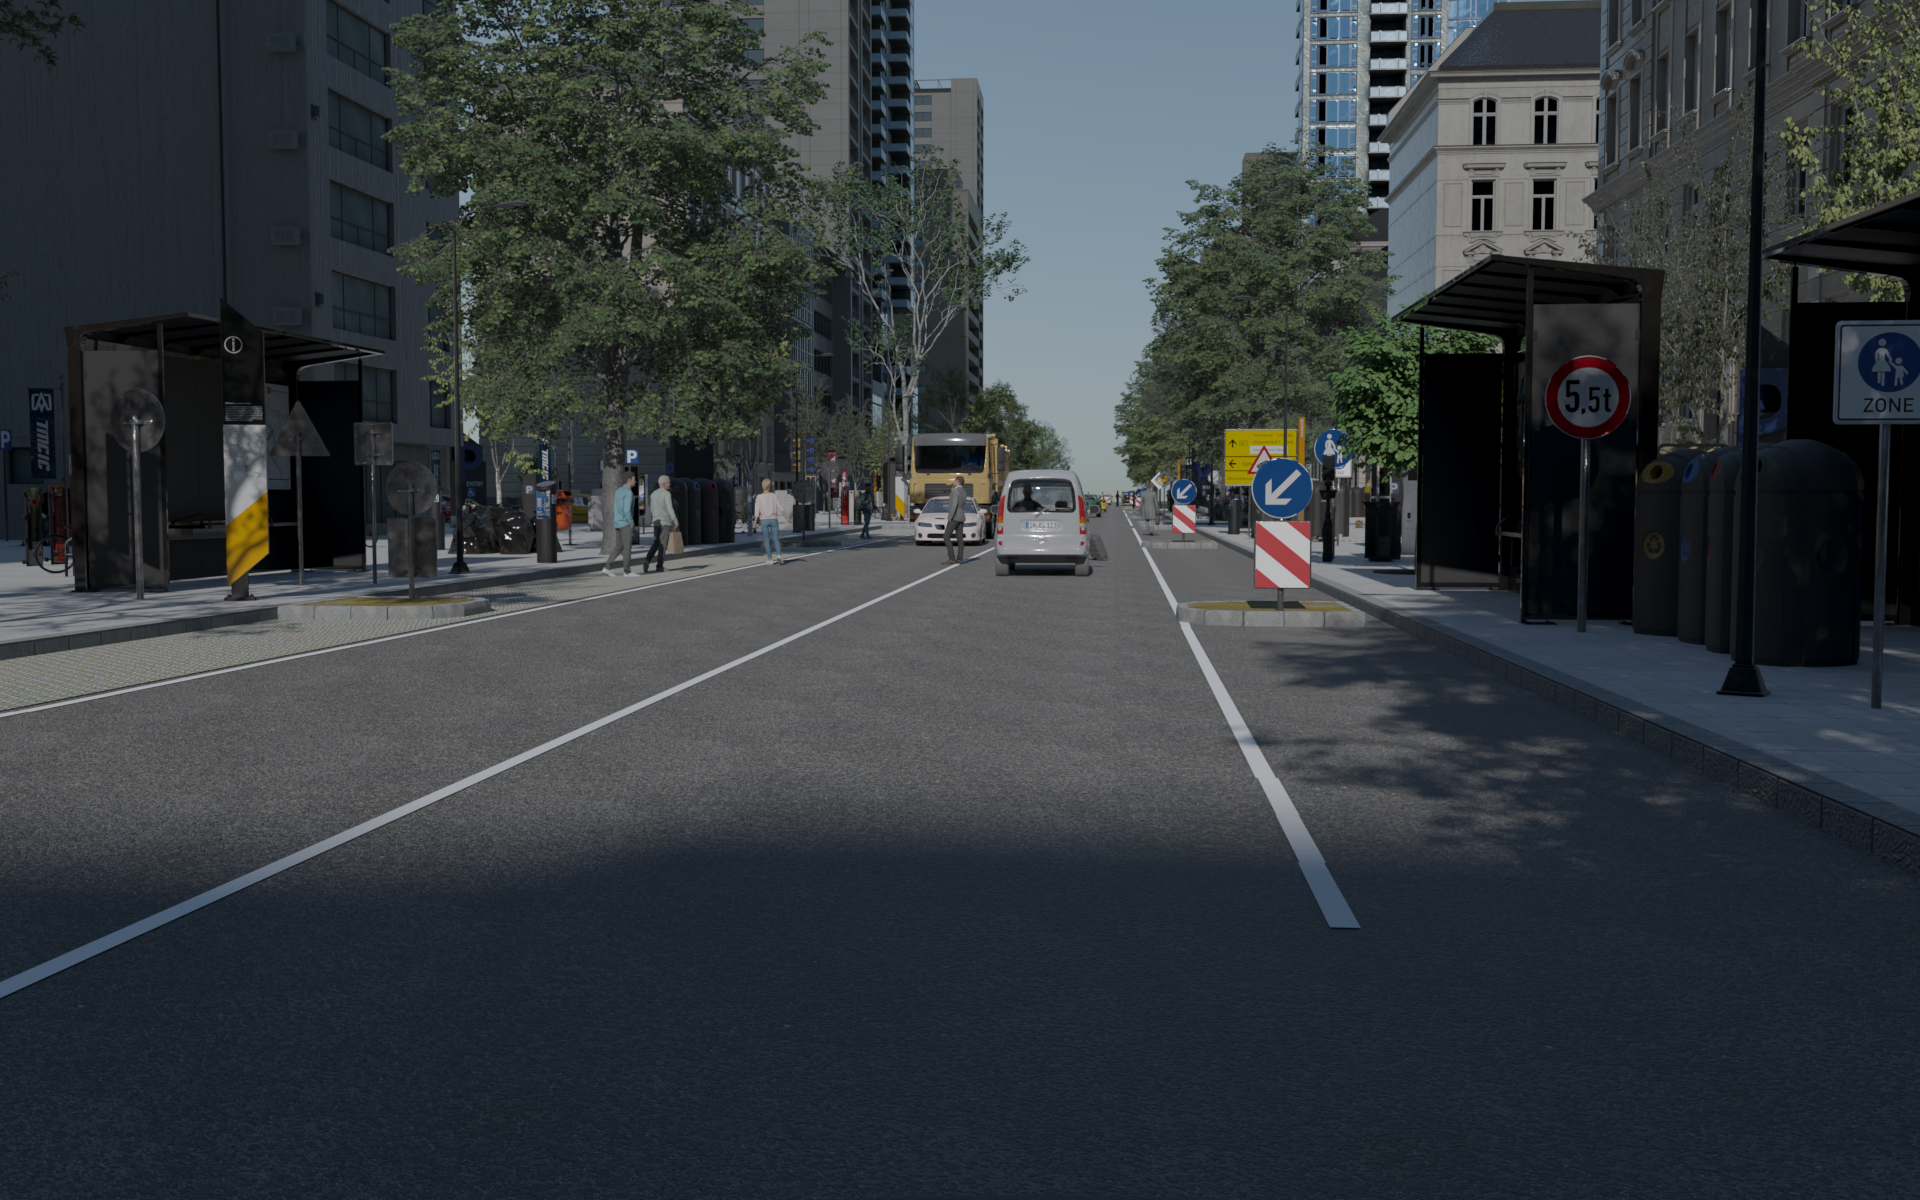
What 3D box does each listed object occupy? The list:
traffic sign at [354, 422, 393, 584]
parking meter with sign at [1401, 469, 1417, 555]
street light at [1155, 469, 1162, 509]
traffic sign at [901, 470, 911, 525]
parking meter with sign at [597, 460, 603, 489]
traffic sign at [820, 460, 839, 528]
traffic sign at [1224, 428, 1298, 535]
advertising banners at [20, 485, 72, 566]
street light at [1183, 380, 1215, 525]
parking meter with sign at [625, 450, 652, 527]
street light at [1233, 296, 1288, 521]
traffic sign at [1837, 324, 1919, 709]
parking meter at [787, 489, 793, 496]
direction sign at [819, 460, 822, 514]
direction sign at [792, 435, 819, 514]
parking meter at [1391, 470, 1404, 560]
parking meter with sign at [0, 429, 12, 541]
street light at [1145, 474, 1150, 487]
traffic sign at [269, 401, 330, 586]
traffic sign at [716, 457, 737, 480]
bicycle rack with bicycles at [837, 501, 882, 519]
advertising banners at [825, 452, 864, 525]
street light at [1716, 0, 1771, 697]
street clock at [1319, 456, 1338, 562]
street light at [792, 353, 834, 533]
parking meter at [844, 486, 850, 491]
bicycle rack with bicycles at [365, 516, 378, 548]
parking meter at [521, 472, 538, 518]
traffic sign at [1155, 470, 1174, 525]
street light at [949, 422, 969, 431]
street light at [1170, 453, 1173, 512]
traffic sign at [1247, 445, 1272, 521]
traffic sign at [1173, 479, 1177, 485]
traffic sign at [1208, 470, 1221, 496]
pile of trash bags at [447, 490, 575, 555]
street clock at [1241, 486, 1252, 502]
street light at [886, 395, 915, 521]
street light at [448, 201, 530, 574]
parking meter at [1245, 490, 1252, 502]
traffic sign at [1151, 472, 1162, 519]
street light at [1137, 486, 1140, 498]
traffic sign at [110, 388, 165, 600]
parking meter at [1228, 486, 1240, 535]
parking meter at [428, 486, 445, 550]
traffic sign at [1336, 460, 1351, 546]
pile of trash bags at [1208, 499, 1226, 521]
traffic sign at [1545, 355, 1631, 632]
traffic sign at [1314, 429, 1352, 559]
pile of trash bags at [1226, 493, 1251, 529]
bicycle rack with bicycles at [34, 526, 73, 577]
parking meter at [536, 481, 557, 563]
[{"bbox_3d":[-8.364,-1.381,24.704,0.606,2.300,0.079,1,4,14],"label":"traffic sign"},{"bbox_3d":[9.669,-2.453,36.364,1.738,3.016,0.543,2,4,31],"label":"parking meter with sign"},{"bbox_3d":[14.574,-9.232,123.485,1.470,5.913,1.316,0,4,5],"label":"street light"},{"bbox_3d":[-2.075,-4.180,71.983,0.795,2.450,0.064,0,4,5],"label":"traffic sign"},{"bbox_3d":[-17.695,-5.641,88.486,1.738,3.016,0.543,3,5,41],"label":"parking meter with sign"},{"bbox_3d":[-4.918,-3.983,65.220,0.768,2.556,0.104,1,4,12],"label":"traffic sign"},{"bbox_3d":[9.351,-3.673,53.931,2.265,3.308,0.079,0,4,7],"label":"traffic sign"},{"bbox_3d":[-16.462,-2.162,31.538,0.090,3.025,2.074,0,4,4],"label":"advertising banners"},{"bbox_3d":[9.770,-6.013,70.857,1.470,5.913,1.316,0,4,5],"label":"street light"},{"bbox_3d":[-12.471,-4.349,67.367,0.543,3.016,1.738,-2,4,-31],"label":"parking meter with sign"},{"bbox_3d":[7.094,-4.167,40.665,1.470,5.913,1.316,0,4,5],"label":"street light"},{"bbox_3d":[5.487,-0.500,10.302,0.606,2.300,0.079,0,4,7],"label":"traffic sign"},{"bbox_3d":[-8.271,-4.669,84.742,0.372,1.533,0.369,0,3,0],"label":"parking meter"},{"bbox_3d":[-9.432,-7.476,114.232,0.876,3.537,0.379,2,4,32],"label":"direction sign"},{"bbox_3d":[-6.031,-4.576,66.812,0.876,3.537,0.379,0,4,6],"label":"direction sign"},{"bbox_3d":[8.457,-1.726,33.930,0.399,1.863,0.255,0,4,-4],"label":"parking meter"},{"bbox_3d":[-26.662,-3.100,46.948,1.738,3.016,0.543,0,4,5],"label":"parking meter with sign"},{"bbox_3d":[17.248,-11.077,153.648,1.470,5.913,1.316,0,4,5],"label":"street light"},{"bbox_3d":[-9.238,-1.481,24.214,0.884,2.594,0.081,0,4,6],"label":"traffic sign"},{"bbox_3d":[-8.100,-3.656,59.878,0.768,2.556,0.104,1,4,9],"label":"traffic sign"},{"bbox_3d":[-5.020,-4.678,89.862,2.925,0.926,2.852,-2,4,-25],"label":"bicycle rack with bicycles"},{"bbox_3d":[-4.730,-4.606,71.490,2.074,3.025,0.090,3,5,43],"label":"advertising banners"},{"bbox_3d":[4.488,-2.351,10.984,1.470,5.913,1.316,0,4,5],"label":"street light"},{"bbox_3d":[6.946,-1.720,32.689,0.358,2.002,0.471,1,4,13],"label":"street clock"},{"bbox_3d":[-4.863,-5.182,57.263,1.470,5.913,1.316,0,4,5],"label":"street light"},{"bbox_3d":[-7.713,-6.864,117.937,0.255,1.863,0.399,-3,4,-37],"label":"parking meter"},{"bbox_3d":[-15.665,-1.709,41.323,2.925,0.926,2.852,3,5,41],"label":"bicycle rack with bicycles"},{"bbox_3d":[-11.386,-2.456,45.872,0.399,1.863,0.255,0,4,0],"label":"parking meter"},{"bbox_3d":[8.376,-4.122,71.031,0.795,2.450,0.064,0,4,5],"label":"traffic sign"},{"bbox_3d":[-0.111,-8.478,111.163,1.470,5.913,1.316,0,4,5],"label":"street light"},{"bbox_3d":[11.879,-7.420,93.863,1.470,5.913,1.316,0,4,5],"label":"street light"},{"bbox_3d":[8.094,-2.824,46.181,0.884,2.594,0.081,0,4,7],"label":"traffic sign"},{"bbox_3d":[18.662,-9.106,148.981,0.768,2.556,0.104,1,4,14],"label":"traffic sign"},{"bbox_3d":[13.747,-5.704,93.359,0.768,2.556,0.104,1,4,14],"label":"traffic sign"},{"bbox_3d":[-9.614,-1.742,38.236,1.912,1.369,3.447,1,4,21],"label":"pile of trash bags"},{"bbox_3d":[15.682,-5.555,95.390,0.358,2.002,0.471,3,5,39],"label":"street clock"},{"bbox_3d":[-2.808,-6.667,81.542,1.470,5.913,1.316,0,4,5],"label":"street light"},{"bbox_3d":[-7.503,-3.370,27.636,1.470,5.913,1.316,0,4,5],"label":"street light"},{"bbox_3d":[15.080,-5.014,90.393,0.372,1.533,0.369,0,3,0],"label":"parking meter"},{"bbox_3d":[9.088,-4.608,78.984,0.795,2.450,0.064,0,4,5],"label":"traffic sign"},{"bbox_3d":[24.090,-15.742,229.918,1.470,5.913,1.316,0,4,5],"label":"street light"},{"bbox_3d":[-9.943,-1.274,20.930,0.768,2.556,0.104,1,4,14],"label":"traffic sign"},{"bbox_3d":[8.701,-2.847,54.963,0.372,1.533,0.369,0,3,0],"label":"parking meter"},{"bbox_3d":[-12.001,-1.912,39.675,0.372,1.533,0.369,0,3,0],"label":"parking meter"},{"bbox_3d":[9.363,-2.492,42.868,0.606,2.300,0.079,1,4,14],"label":"traffic sign"},{"bbox_3d":[13.728,-4.470,82.829,3.447,1.369,1.912,-1,4,-16],"label":"pile of trash bags"},{"bbox_3d":[5.775,-0.973,16.013,0.768,2.556,0.104,0,4,6],"label":"traffic sign"},{"bbox_3d":[7.333,-2.073,34.006,0.768,2.556,0.104,1,4,9],"label":"traffic sign"},{"bbox_3d":[11.950,-3.341,64.375,3.447,1.369,1.912,2,4,29],"label":"pile of trash bags"},{"bbox_3d":[-13.404,-0.895,28.015,2.925,0.926,2.852,-1,4,-12],"label":"bicycle rack with bicycles"},{"bbox_3d":[-7.706,-1.460,32.280,0.372,1.533,0.369,0,3,0],"label":"parking meter"}]
